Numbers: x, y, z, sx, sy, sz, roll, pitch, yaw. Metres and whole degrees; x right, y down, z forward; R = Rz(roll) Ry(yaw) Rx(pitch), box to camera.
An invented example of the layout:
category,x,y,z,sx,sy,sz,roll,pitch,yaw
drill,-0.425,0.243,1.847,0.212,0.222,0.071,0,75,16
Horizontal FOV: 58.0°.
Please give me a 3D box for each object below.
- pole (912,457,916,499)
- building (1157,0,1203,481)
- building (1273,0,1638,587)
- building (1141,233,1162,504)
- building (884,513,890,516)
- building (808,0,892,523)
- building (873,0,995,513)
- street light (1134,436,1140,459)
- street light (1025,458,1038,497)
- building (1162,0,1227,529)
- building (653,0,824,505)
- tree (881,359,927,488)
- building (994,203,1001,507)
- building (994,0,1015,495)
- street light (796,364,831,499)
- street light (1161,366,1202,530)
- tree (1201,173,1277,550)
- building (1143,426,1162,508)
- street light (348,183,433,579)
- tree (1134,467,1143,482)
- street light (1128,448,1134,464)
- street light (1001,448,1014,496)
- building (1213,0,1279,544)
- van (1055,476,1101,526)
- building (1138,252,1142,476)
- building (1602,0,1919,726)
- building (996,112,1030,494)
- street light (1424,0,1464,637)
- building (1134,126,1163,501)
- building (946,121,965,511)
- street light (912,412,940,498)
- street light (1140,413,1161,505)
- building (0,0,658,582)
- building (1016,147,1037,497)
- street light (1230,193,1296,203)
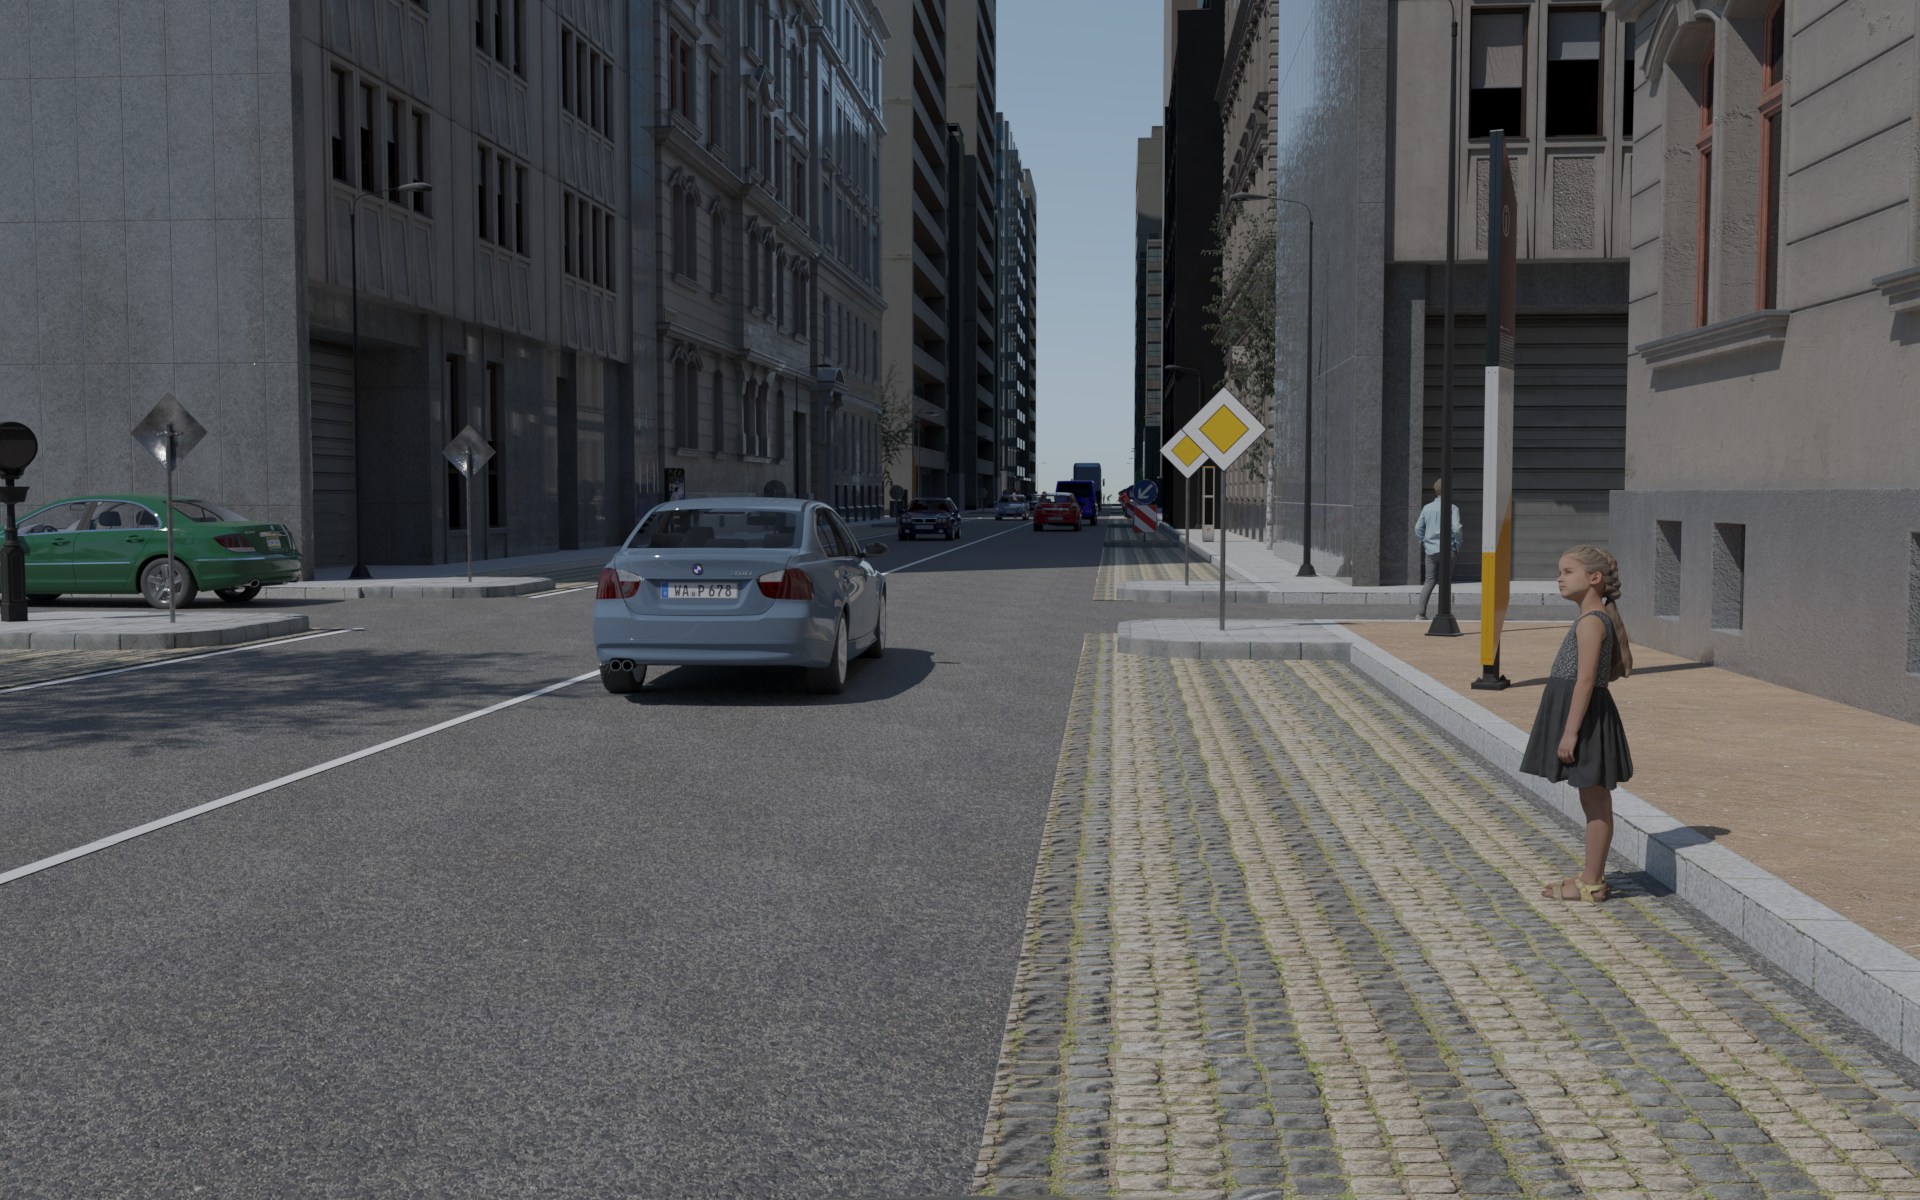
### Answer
category,x,y,z,sx,sy,sz,roll,pitch,yaw
pole,-2.533,-6.198,95.186,0.158,3.312,0.155,0,3,0
building,22.839,-29.624,134.466,14.600,45.320,14.200,0,4,5
building,15.862,-12.863,28.329,19.932,24.808,12.078,0,4,5
building,27.676,-25.717,192.180,14.160,30.474,14.107,0,4,5
building,-12.481,-29.832,111.460,21.300,48.544,21.600,0,4,5
building,-10.955,-17.926,79.001,13.634,28.700,20.117,0,4,5
building,-8.393,-32.019,147.211,21.300,48.544,21.600,0,4,5
street light,14.907,-10.177,138.939,1.470,5.913,1.316,0,4,5
street light,8.862,-15.146,220.170,1.470,5.913,1.316,0,4,5
building,14.600,-14.673,69.578,12.332,23.373,15.834,0,4,5
building,-12.900,-16.458,56.482,14.401,28.519,23.554,0,4,5
tree,-4.108,-8.714,92.842,4.360,8.622,3.978,0,3,0
building,-3.537,-24.098,165.695,14.160,30.474,14.107,0,4,5
building,-4.268,-46.196,193.552,20.563,71.187,20.611,0,4,5
street light,-5.293,-5.468,61.935,1.470,5.913,1.316,0,4,5
street light,8.117,-5.512,62.666,1.470,5.913,1.316,0,4,5
tree,7.303,-5.459,39.610,4.360,8.622,3.978,0,3,0
building,28.165,-51.542,155.382,22.319,86.520,31.000,0,4,5
street light,-8.563,-3.273,26.060,1.470,5.913,1.316,0,4,5
tree,19.874,-12.116,181.811,4.285,4.588,4.351,0,3,0
street light,18.999,-13.036,185.683,1.470,5.913,1.316,0,4,5
street light,4.683,-12.333,174.188,1.470,5.913,1.316,0,4,5
building,13.344,-13.632,51.762,11.050,23.489,19.941,0,4,5
van,5.392,-4.639,80.239,2.240,2.365,5.245,0,4,6
building,28.314,-26.603,206.660,14.160,30.474,14.107,0,4,5
building,11.050,-13.199,3.189,14.401,28.519,23.554,0,4,5
building,-3.295,-36.705,219.728,23.786,49.044,30.456,0,4,5
street light,3.852,-2.633,15.585,1.470,5.913,1.316,0,4,5
building,33.398,-36.689,223.571,21.300,48.544,21.600,0,4,5
building,-7.224,-21.895,129.682,14.160,30.474,14.107,0,4,5
street light,-1.863,-7.878,101.348,1.470,5.913,1.316,0,4,5
street light,11.651,-7.985,103.103,1.470,5.913,1.316,0,4,5
building,-14.704,-13.269,34.968,12.078,24.808,19.932,0,4,5
building,-0.297,-38.034,245.559,21.300,48.544,21.600,0,4,5
street light,4.859,-3.320,26.830,1.470,5.913,1.316,0,4,5
